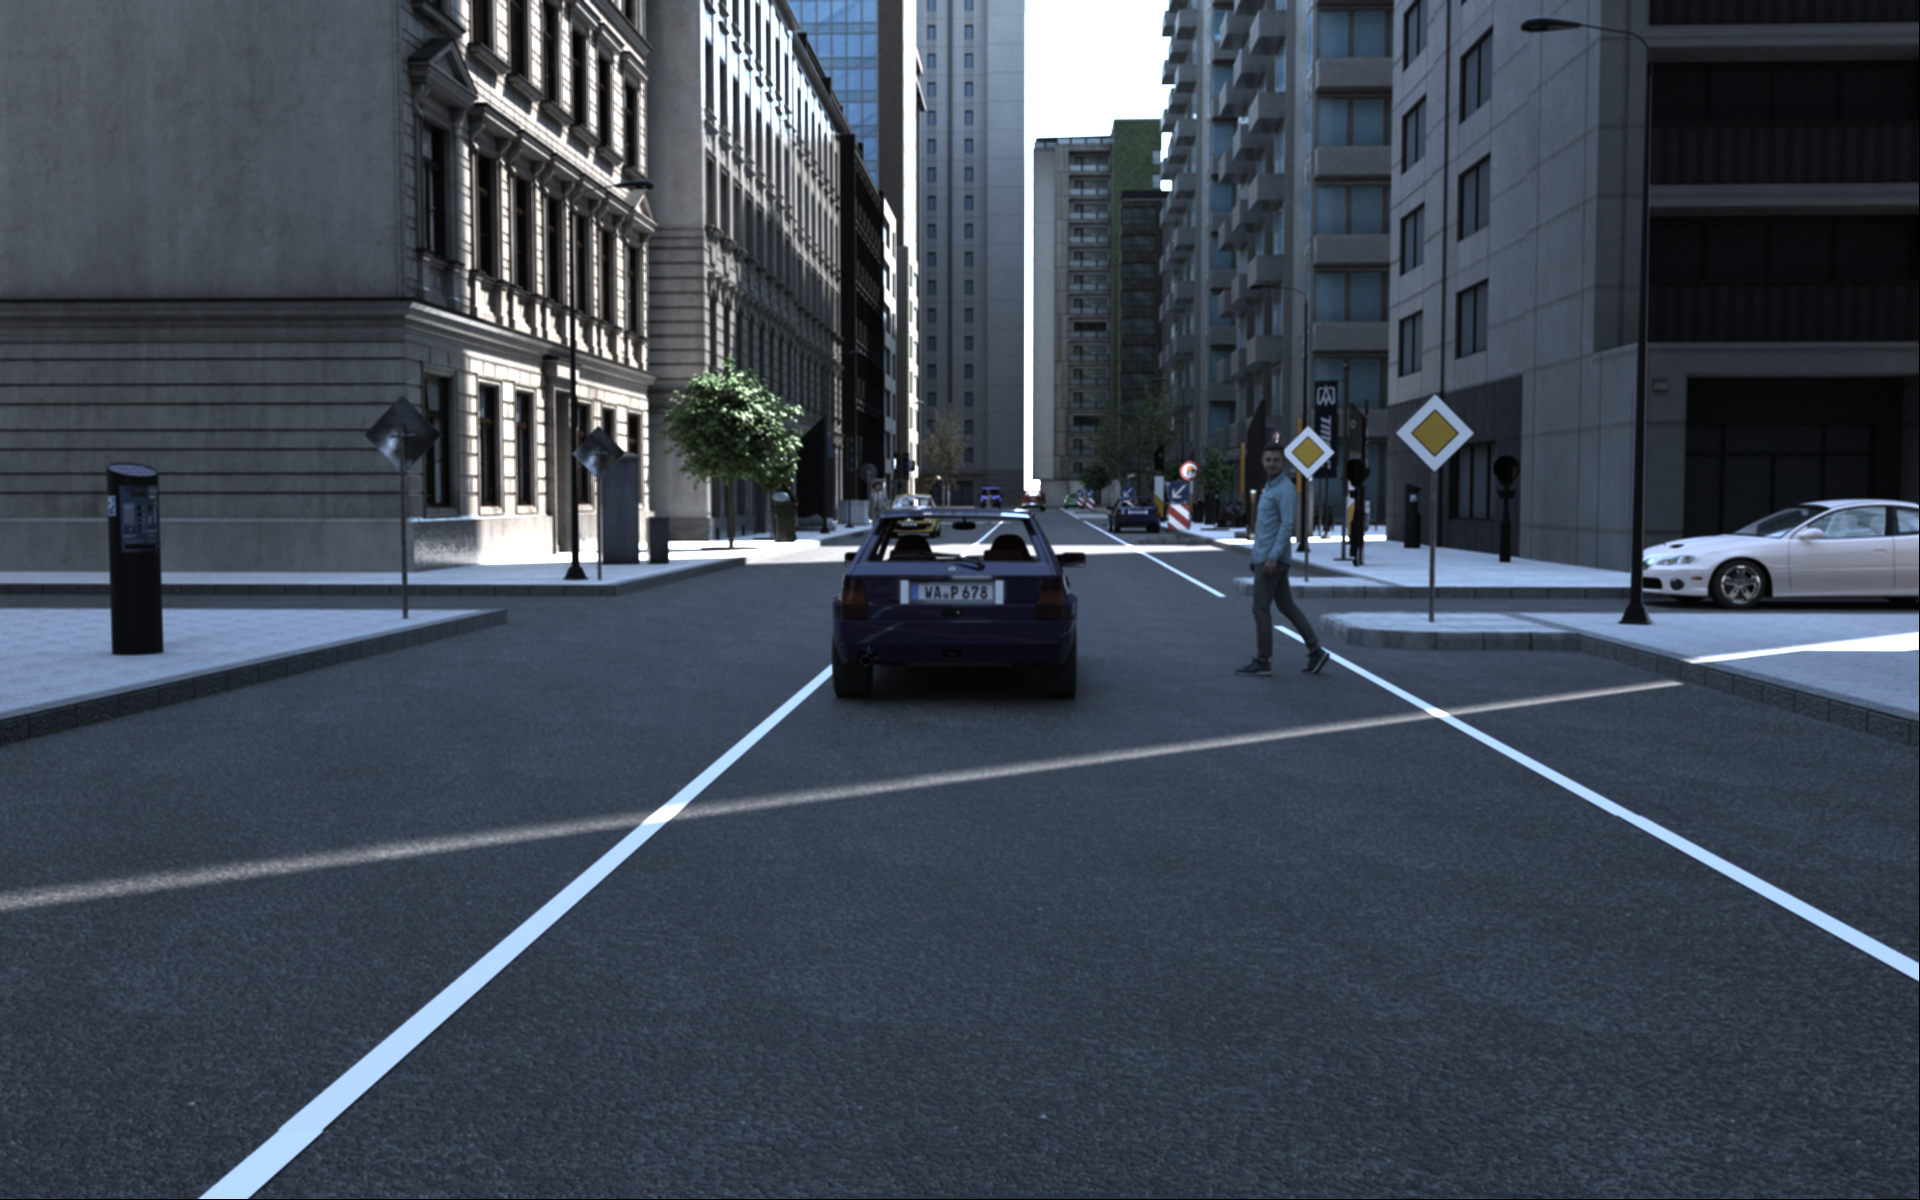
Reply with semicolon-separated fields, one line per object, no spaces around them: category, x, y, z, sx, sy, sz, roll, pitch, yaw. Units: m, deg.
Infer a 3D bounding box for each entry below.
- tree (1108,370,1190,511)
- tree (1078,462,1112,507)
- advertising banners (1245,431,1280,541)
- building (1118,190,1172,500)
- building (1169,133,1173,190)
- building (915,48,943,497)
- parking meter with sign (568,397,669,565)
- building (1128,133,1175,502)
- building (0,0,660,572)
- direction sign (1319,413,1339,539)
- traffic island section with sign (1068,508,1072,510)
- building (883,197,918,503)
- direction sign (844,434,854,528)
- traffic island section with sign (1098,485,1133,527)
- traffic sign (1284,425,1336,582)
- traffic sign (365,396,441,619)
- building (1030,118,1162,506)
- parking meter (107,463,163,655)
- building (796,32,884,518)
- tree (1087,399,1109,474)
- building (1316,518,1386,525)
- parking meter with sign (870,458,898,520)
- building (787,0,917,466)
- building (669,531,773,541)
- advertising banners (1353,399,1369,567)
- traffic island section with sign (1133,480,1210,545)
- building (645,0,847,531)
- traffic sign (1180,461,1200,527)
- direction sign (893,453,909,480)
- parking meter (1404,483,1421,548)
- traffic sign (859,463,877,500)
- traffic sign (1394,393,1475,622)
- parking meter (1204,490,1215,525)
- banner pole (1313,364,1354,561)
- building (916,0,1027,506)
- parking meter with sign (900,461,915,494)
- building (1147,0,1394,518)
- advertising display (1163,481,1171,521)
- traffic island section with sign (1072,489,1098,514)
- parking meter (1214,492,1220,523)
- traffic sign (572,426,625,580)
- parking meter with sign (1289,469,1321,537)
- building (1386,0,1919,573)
tree;11.660;-9.354;103.292;4.737;8.622;4.395;0;3;0
tree;13.334;-11.489;171.553;4.285;4.588;4.351;0;3;0
advertising banners;8.405;-3.163;47.908;0.090;3.025;2.074;2;4;35
building;22.219;-24.166;166.810;14.160;30.474;14.107;0;4;2
building;36.551;-33.097;195.756;28.867;44.769;22.147;0;4;2
building;-16.457;-31.156;164.020;28.867;44.769;22.147;0;4;2
parking meter with sign;-6.240;-2.168;31.713;1.738;3.016;0.543;-1;4;-22
building;30.796;-27.843;147.116;32.217;40.220;23.993;0;4;2
building;-13.250;-10.544;37.025;10.561;19.102;19.286;0;4;2
direction sign;10.381;-3.486;48.999;0.379;3.537;0.876;-2;4;-30
traffic island section with sign;10.604;-8.918;154.435;1.989;1.847;2.006;0;4;2
building;-17.601;-16.574;116.032;27.650;21.520;28.899;0;4;2
direction sign;-4.228;-4.534;66.125;0.379;3.537;0.876;1;4;15
traffic island section with sign;7.310;-4.188;77.105;1.989;1.847;2.006;0;4;2
traffic sign;5.066;-1.324;25.285;0.795;2.450;0.064;0;4;2
traffic sign;-5.709;-0.864;17.772;0.795;2.450;0.064;0;4;2
building;14.889;-31.093;191.962;14.086;41.232;14.154;0;4;2
parking meter;-6.638;-0.338;13.937;0.372;1.533;0.369;0;3;0
building;-10.861;-16.030;91.771;12.332;23.373;15.834;0;4;2
tree;11.747;-11.187;133.274;4.737;8.622;4.395;0;3;0
building;24.316;-28.282;82.016;23.786;49.044;30.456;0;4;2
parking meter with sign;-4.007;-5.378;84.199;1.738;3.016;0.543;1;4;9
building;-10.807;-29.751;136.545;14.600;45.320;14.200;0;4;2
building;-11.163;-12.634;55.712;9.793;20.994;18.267;0;4;2
advertising banners;7.296;-2.155;31.429;0.090;3.025;2.074;1;4;19
traffic island section with sign;6.161;-2.541;50.174;1.989;1.847;2.006;0;4;2
building;-10.656;-13.752;74.003;9.793;20.994;18.267;0;4;2
traffic sign;8.851;-4.072;66.676;0.768;2.556;0.104;0;4;5
direction sign;-3.216;-6.307;95.119;0.876;3.537;0.379;-1;4;-11
parking meter;10.778;-2.008;41.236;0.372;1.533;0.369;0;3;0
traffic sign;-3.830;-4.401;72.069;0.768;2.556;0.104;0;4;7
traffic sign;4.725;-0.836;17.308;0.795;2.450;0.064;0;4;2
parking meter;10.463;-4.095;72.667;0.399;1.863;0.255;-3;4;-37
banner pole;7.235;-2.664;33.568;0.863;3.779;0.401;2;4;32
building;-6.643;-39.995;195.915;28.212;58.520;21.231;0;4;2
parking meter with sign;-3.201;-5.713;89.668;1.738;3.016;0.543;-2;4;-35
building;25.575;-30.597;119.870;23.786;49.044;30.456;0;4;2
advertising display;9.736;-4.761;83.060;0.974;1.923;0.123;-3;5;-40
traffic island section with sign;9.463;-7.271;127.504;1.989;1.847;2.006;0;4;2
parking meter;11.259;-4.160;76.424;0.372;1.533;0.369;0;3;0
traffic sign;-5.368;-1.352;25.750;0.795;2.450;0.064;0;4;2
parking meter with sign;10.271;-3.411;52.037;0.543;3.016;1.738;-2;4;-29
building;21.647;-36.541;35.697;20.611;71.187;20.563;0;4;2
